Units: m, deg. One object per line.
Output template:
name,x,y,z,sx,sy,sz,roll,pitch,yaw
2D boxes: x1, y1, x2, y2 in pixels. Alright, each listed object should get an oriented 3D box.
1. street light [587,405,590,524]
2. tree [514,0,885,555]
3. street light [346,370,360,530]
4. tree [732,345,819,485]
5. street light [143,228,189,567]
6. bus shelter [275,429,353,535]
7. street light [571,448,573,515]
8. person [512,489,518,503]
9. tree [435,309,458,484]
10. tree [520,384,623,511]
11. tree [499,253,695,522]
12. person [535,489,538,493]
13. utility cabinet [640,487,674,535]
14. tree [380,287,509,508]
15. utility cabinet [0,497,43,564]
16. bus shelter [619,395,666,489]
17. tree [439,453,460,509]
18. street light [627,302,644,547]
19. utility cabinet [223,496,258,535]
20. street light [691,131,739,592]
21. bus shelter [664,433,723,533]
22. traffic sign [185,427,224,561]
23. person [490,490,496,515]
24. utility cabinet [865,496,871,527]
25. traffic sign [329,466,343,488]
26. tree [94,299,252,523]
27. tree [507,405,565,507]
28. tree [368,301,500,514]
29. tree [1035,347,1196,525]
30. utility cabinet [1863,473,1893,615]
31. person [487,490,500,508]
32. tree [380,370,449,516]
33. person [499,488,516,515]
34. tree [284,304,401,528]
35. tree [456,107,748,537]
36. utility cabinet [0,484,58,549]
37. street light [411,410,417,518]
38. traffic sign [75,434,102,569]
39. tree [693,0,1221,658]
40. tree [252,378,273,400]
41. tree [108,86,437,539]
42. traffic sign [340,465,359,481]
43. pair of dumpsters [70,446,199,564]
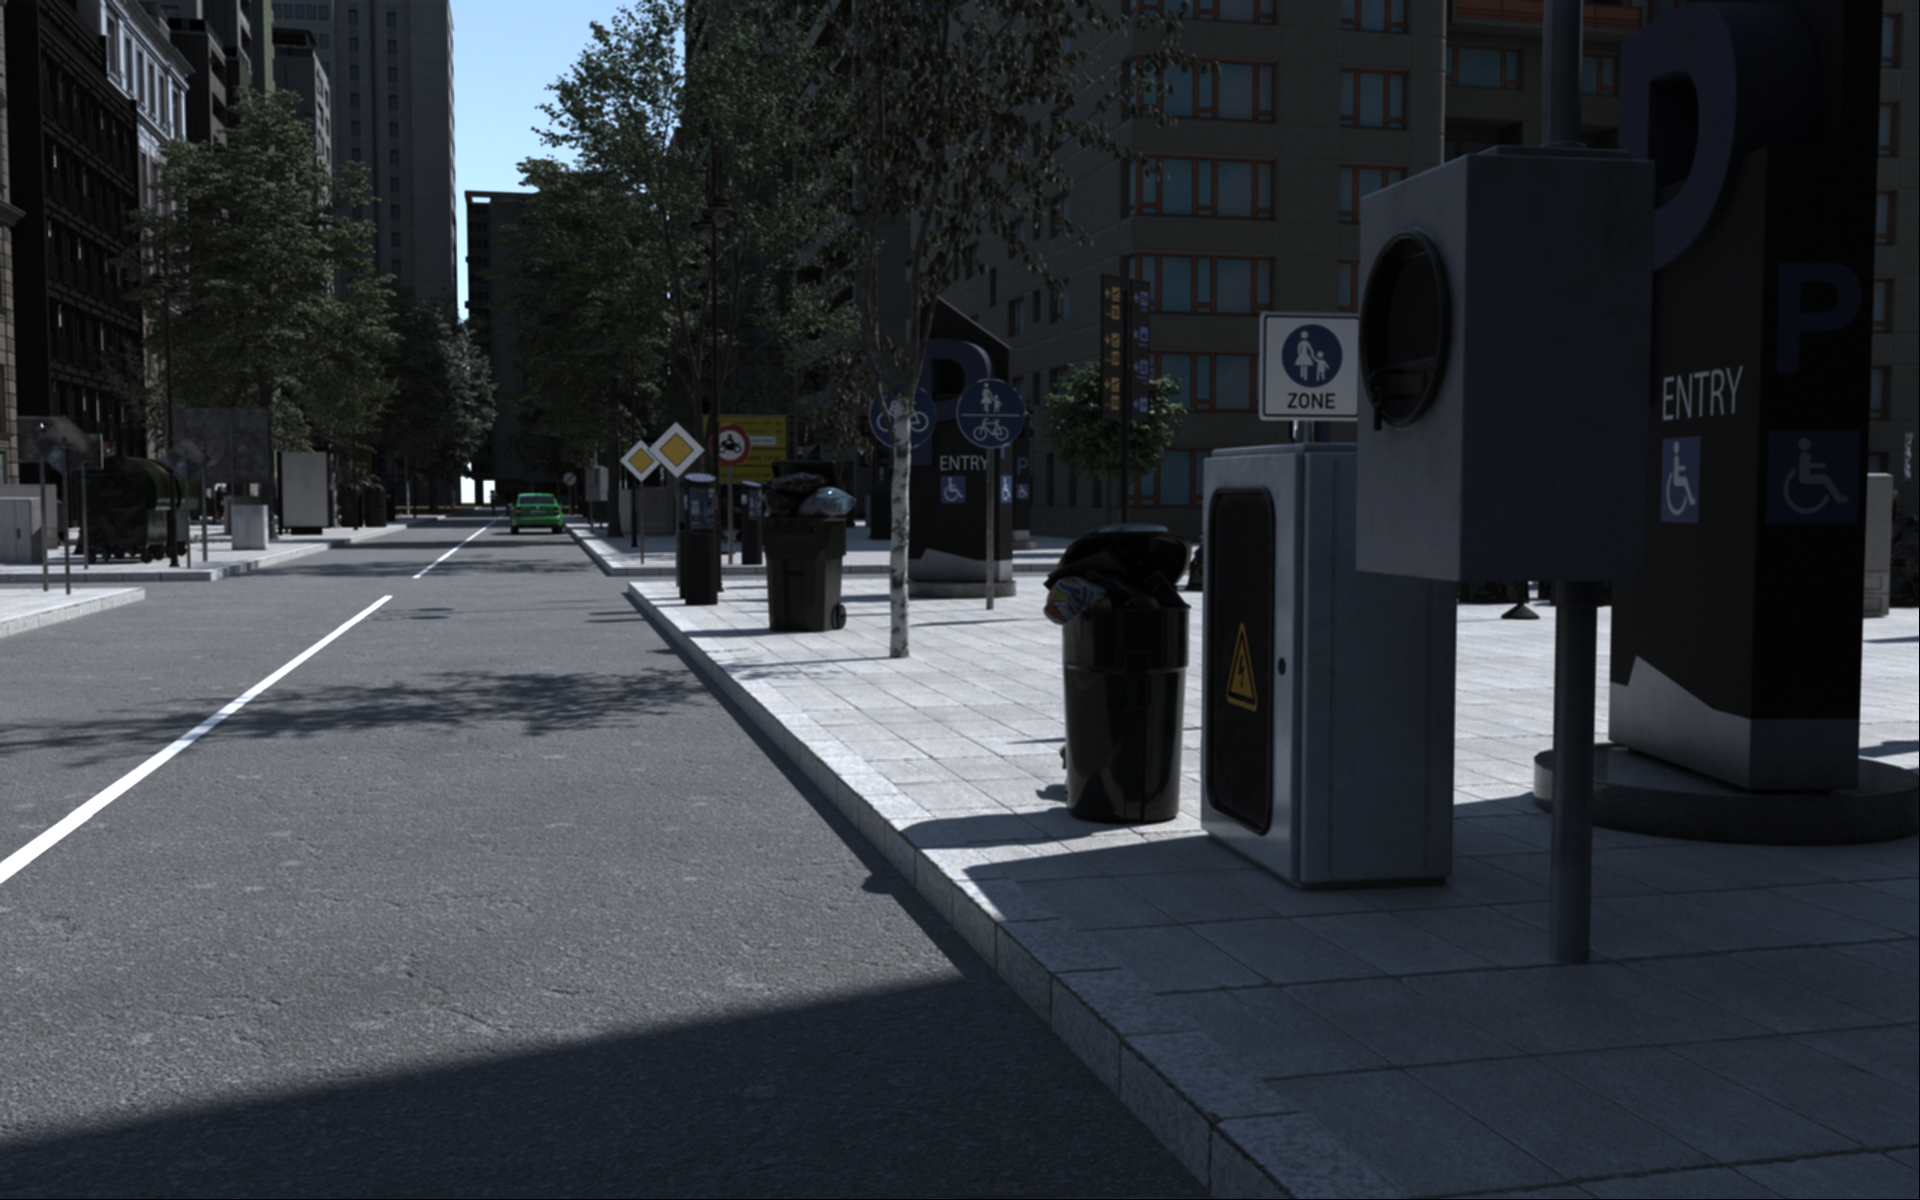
street light,-15.659,-6.130,73.014,0.468,5.910,1.993,-1,4,-14
tree,-5.347,-6.764,36.352,9.928,11.665,9.643,0,3,0
street light,-21.567,-5.435,61.642,0.468,5.910,1.993,-1,4,-14
tree,-9.024,-8.225,84.845,4.737,8.622,4.395,0,3,0
street light,-13.845,-3.521,30.349,0.468,5.910,1.993,-1,4,-14
bus shelter,-21.273,-3.854,56.938,2.014,3.302,5.546,-1,4,-14
street light,-23.391,-8.042,104.279,0.468,5.910,1.993,-1,4,-14
person,-36.395,-8.167,142.054,0.705,1.821,1.348,1,4,22
tree,-28.673,-10.339,87.170,7.486,12.596,7.792,0,3,0
tree,-28.916,-13.789,132.110,9.857,13.997,8.962,0,3,0
tree,-16.339,-9.962,79.886,9.611,12.733,9.660,0,3,0
person,-32.572,-7.624,133.153,1.348,1.824,0.705,-3,5,-40
utility cabinet,-9.337,-2.731,53.335,1.173,1.500,0.318,3,4,36
tree,-48.219,-18.645,160.733,12.611,20.169,13.585,0,3,0
utility cabinet,-17.497,-1.284,32.149,1.020,1.237,0.306,1,4,22
bus shelter,-12.376,-5.509,67.704,2.179,5.291,8.768,-1,4,-14
tree,-43.042,-11.856,144.210,4.737,8.622,4.395,0,3,0
street light,-7.883,-4.219,41.768,0.468,5.910,1.993,-1,4,-14
utility cabinet,-22.838,-2.683,55.032,0.306,1.237,1.020,3,4,39
street light,-3.184,-3.044,22.551,0.468,5.910,1.993,-1,4,-14
bus shelter,-9.209,-4.018,59.611,2.014,3.302,5.546,-1,4,-14
traffic sign,-14.384,-2.007,32.926,0.768,2.556,0.104,0,4,-7
person,-32.812,-6.854,121.493,0.436,1.711,0.756,1,4,19
utility cabinet,-3.165,-3.430,67.244,1.020,1.237,0.306,2,4,23
traffic sign,-28.647,-4.861,79.579,0.768,2.556,0.104,0,4,-6
tree,-28.082,-6.805,61.627,4.360,8.622,3.978,0,3,0
tree,-40.963,-16.250,176.057,12.009,13.543,11.850,0,3,0
tree,-34.708,-12.677,113.928,9.857,13.997,8.962,0,3,0
tree,3.287,-3.254,36.918,4.285,4.588,4.351,0,3,0
utility cabinet,9.147,-0.587,18.283,1.173,1.500,0.318,1,4,15
person,-47.816,-10.344,177.620,1.348,1.824,0.705,-2,4,-33
tree,-32.595,-9.321,102.766,4.360,8.622,3.978,0,3,0
person,-31.294,-6.818,119.983,1.348,1.822,0.705,1,4,17
tree,-23.449,-7.014,65.036,4.737,8.622,4.395,0,3,0
tree,-10.173,-8.127,50.996,7.486,12.596,7.792,0,3,0
utility cabinet,-21.300,-1.888,39.551,1.173,1.500,0.318,-3,5,-41
street light,-29.420,-7.371,93.303,0.468,5.910,1.993,-1,4,-14
traffic sign,-14.894,-1.671,29.458,0.606,2.300,0.079,0,4,-5
tree,-0.310,-3.864,13.531,4.360,8.622,3.978,0,3,0
tree,-32.963,-7.727,76.698,4.360,8.622,3.978,0,3,0
tree,-19.484,-7.968,48.407,7.486,12.596,7.792,0,3,0
traffic sign,-26.282,-4.558,74.624,0.768,2.556,0.104,-1,4,-12
pair of dumpsters,-16.030,-1.911,33.733,1.574,2.255,4.437,-1,4,-14
